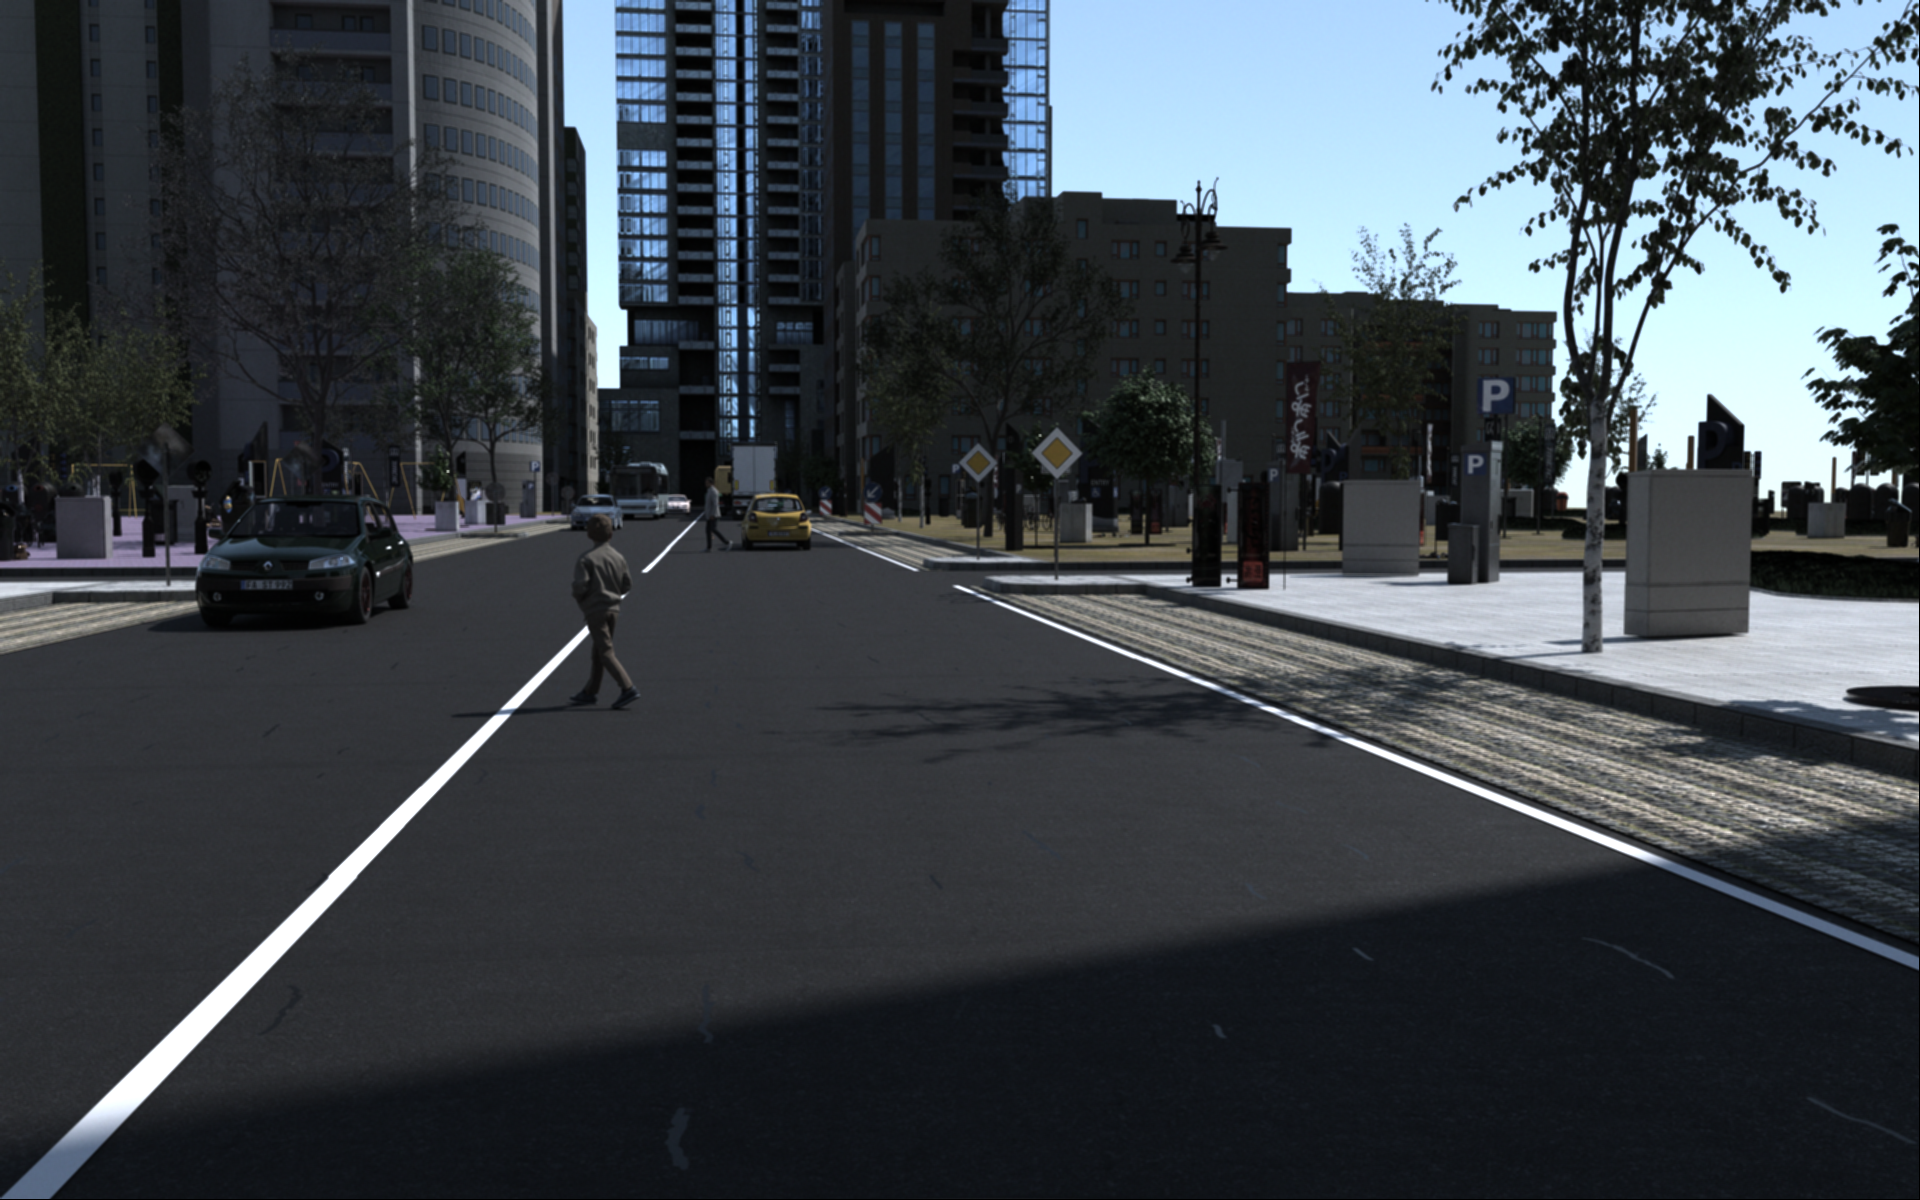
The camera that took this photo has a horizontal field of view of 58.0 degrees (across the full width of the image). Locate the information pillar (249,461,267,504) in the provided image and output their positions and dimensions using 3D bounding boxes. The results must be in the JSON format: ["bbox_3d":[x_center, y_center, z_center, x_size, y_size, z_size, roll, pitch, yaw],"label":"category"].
[{"bbox_3d":[-15.617,-2.083,38.545,0.304,2.012,0.304,-2,4,-34],"label":"information pillar"}]

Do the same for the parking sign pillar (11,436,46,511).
[{"bbox_3d":[-41.450,-5.420,77.083,1.447,3.967,1.447,0,4,2],"label":"parking sign pillar"}]

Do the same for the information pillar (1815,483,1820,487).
[{"bbox_3d":[54.959,-6.522,111.128,0.304,2.012,0.304,1,4,9],"label":"information pillar"}]

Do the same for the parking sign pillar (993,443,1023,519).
[{"bbox_3d":[2.543,-6.118,88.508,1.447,3.967,1.447,-1,4,-17],"label":"parking sign pillar"}]

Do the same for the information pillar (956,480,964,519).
[{"bbox_3d":[0.020,-5.140,88.529,0.304,2.012,0.304,2,4,32],"label":"information pillar"}]

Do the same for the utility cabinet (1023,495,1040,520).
[{"bbox_3d":[3.408,-4.537,85.345,1.020,1.237,0.306,0,4,-1],"label":"utility cabinet"}]

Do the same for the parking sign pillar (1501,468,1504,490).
[{"bbox_3d":[30.223,-6.723,98.386,1.447,3.967,1.447,2,4,35],"label":"parking sign pillar"}]

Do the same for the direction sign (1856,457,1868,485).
[{"bbox_3d":[38.304,-4.962,73.124,0.876,3.537,0.379,3,4,38],"label":"direction sign"}]

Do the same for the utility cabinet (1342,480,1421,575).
[{"bbox_3d":[6.642,-1.139,27.305,1.173,1.500,0.318,1,4,15],"label":"utility cabinet"}]

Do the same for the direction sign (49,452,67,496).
[{"bbox_3d":[-48.082,-6.139,92.375,0.876,3.537,0.379,-1,4,-11],"label":"direction sign"}]

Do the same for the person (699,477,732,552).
[{"bbox_3d":[-6.034,-2.103,42.738,0.795,1.843,0.661,-1,4,-16],"label":"person"}]

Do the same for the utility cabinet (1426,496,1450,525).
[{"bbox_3d":[19.807,-3.707,71.774,0.306,1.237,1.020,-2,4,-35],"label":"utility cabinet"}]

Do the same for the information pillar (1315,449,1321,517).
[{"bbox_3d":[18.224,-5.886,87.588,0.504,3.616,0.183,1,4,20],"label":"information pillar"}]

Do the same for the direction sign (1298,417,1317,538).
[{"bbox_3d":[10.063,-3.610,51.014,0.876,3.537,0.379,1,4,20],"label":"direction sign"}]

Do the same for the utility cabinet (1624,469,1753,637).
[{"bbox_3d":[6.558,-0.424,15.611,1.173,1.500,0.318,-1,4,-22],"label":"utility cabinet"}]

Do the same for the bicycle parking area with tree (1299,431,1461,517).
[{"bbox_3d":[19.688,-5.768,81.304,9.016,4.147,8.231,0,4,-8],"label":"bicycle parking area with tree"}]

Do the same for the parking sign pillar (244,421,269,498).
[{"bbox_3d":[-25.848,-4.597,63.627,1.447,3.967,1.447,0,4,-1],"label":"parking sign pillar"}]

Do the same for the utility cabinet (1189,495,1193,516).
[{"bbox_3d":[13.258,-5.405,99.531,0.306,1.237,1.020,3,4,37],"label":"utility cabinet"}]

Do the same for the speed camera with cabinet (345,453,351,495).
[{"bbox_3d":[-29.555,-5.363,82.016,2.038,3.252,0.660,0,4,3],"label":"speed camera with cabinet"}]

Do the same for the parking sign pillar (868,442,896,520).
[{"bbox_3d":[-3.990,-6.079,87.856,1.447,3.967,1.447,-1,4,-21],"label":"parking sign pillar"}]

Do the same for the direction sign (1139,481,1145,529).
[{"bbox_3d":[6.705,-4.427,64.373,0.876,3.537,0.379,3,5,45],"label":"direction sign"}]

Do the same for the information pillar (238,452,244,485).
[{"bbox_3d":[-36.908,-5.987,89.242,0.504,3.616,0.183,-2,4,-24],"label":"information pillar"}]

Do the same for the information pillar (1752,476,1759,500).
[{"bbox_3d":[32.988,-4.132,72.048,0.304,2.012,0.304,-1,4,-17],"label":"information pillar"}]

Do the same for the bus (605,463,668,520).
[{"bbox_3d":[-18.380,-6.404,99.563,2.948,3.499,13.247,0,4,-7],"label":"bus"}]

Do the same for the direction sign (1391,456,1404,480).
[{"bbox_3d":[25.792,-6.738,102.158,0.379,3.537,0.876,-3,4,-37],"label":"direction sign"}]

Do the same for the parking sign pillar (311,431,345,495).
[{"bbox_3d":[-27.024,-5.232,74.014,1.447,3.967,1.447,0,4,-3],"label":"parking sign pillar"}]

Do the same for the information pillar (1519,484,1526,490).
[{"bbox_3d":[35.725,-7.254,109.956,0.504,3.616,0.183,1,4,16],"label":"information pillar"}]

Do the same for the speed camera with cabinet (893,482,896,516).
[{"bbox_3d":[-3.817,-6.028,92.892,0.660,3.252,2.038,0,4,3],"label":"speed camera with cabinet"}]

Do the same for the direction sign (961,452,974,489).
[{"bbox_3d":[0.408,-6.164,92.779,0.876,3.537,0.379,-3,5,-41],"label":"direction sign"}]

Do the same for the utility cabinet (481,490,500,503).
[{"bbox_3d":[-27.120,-5.576,99.846,0.318,1.500,1.173,3,5,43],"label":"utility cabinet"}]

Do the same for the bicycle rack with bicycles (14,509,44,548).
[{"bbox_3d":[-23.207,-1.722,41.532,2.852,0.926,2.925,-2,4,-24],"label":"bicycle rack with bicycles"}]

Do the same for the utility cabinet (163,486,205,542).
[{"bbox_3d":[-20.480,-2.265,45.712,1.173,1.500,0.318,2,4,26],"label":"utility cabinet"}]

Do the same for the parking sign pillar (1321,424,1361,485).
[{"bbox_3d":[14.815,-4.734,65.880,1.447,3.967,1.447,2,4,33],"label":"parking sign pillar"}]

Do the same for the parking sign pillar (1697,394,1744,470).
[{"bbox_3d":[20.175,-3.518,45.987,1.447,3.967,1.447,-1,4,-16],"label":"parking sign pillar"}]

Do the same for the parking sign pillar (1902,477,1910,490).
[{"bbox_3d":[52.810,-6.575,95.974,1.447,3.967,1.447,0,4,-2],"label":"parking sign pillar"}]

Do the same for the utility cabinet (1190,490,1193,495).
[{"bbox_3d":[13.257,-5.715,102.112,1.173,1.500,0.318,3,5,42],"label":"utility cabinet"}]

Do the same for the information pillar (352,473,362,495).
[{"bbox_3d":[-20.702,-3.365,59.517,0.304,2.012,0.304,-2,4,-24],"label":"information pillar"}]

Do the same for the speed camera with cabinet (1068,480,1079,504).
[{"bbox_3d":[6.949,-6.746,104.635,0.660,3.252,2.038,-3,5,-42],"label":"speed camera with cabinet"}]

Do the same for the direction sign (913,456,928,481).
[{"bbox_3d":[-2.350,-6.792,103.045,0.876,3.537,0.379,-1,4,-17],"label":"direction sign"}]

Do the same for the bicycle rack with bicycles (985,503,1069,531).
[{"bbox_3d":[2.118,-2.922,61.153,2.852,0.926,2.925,-1,4,-20],"label":"bicycle rack with bicycles"}]

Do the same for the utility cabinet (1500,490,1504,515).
[{"bbox_3d":[27.003,-4.816,87.421,1.173,1.500,0.318,-1,4,-23],"label":"utility cabinet"}]

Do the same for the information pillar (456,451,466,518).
[{"bbox_3d":[-26.596,-6.182,92.429,0.504,3.616,0.183,-2,4,-25],"label":"information pillar"}]

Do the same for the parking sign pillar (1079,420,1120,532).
[{"bbox_3d":[4.683,-4.288,58.577,1.447,3.967,1.447,2,4,31],"label":"parking sign pillar"}]

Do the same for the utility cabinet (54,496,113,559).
[{"bbox_3d":[-17.424,-1.425,34.462,1.020,1.237,0.306,0,4,5],"label":"utility cabinet"}]

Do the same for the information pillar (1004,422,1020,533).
[{"bbox_3d":[1.713,-3.989,56.575,0.504,3.616,0.183,-1,4,-20],"label":"information pillar"}]

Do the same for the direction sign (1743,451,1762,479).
[{"bbox_3d":[41.788,-6.080,91.403,0.876,3.537,0.379,0,4,8],"label":"direction sign"}]

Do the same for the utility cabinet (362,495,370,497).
[{"bbox_3d":[-35.961,-5.689,104.177,1.020,1.237,0.306,2,4,26],"label":"utility cabinet"}]

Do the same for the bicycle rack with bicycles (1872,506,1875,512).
[{"bbox_3d":[50.327,-5.113,96.977,2.852,0.926,2.925,-1,4,-15],"label":"bicycle rack with bicycles"}]

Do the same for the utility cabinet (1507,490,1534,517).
[{"bbox_3d":[27.501,-4.669,85.015,1.173,1.500,0.318,2,4,33],"label":"utility cabinet"}]

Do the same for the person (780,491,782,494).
[{"bbox_3d":[-16.115,-8.965,155.631,0.434,1.755,0.990,-3,4,-38],"label":"person"}]

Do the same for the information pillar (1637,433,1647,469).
[{"bbox_3d":[26.255,-4.617,66.842,0.504,3.616,0.183,0,4,0],"label":"information pillar"}]
